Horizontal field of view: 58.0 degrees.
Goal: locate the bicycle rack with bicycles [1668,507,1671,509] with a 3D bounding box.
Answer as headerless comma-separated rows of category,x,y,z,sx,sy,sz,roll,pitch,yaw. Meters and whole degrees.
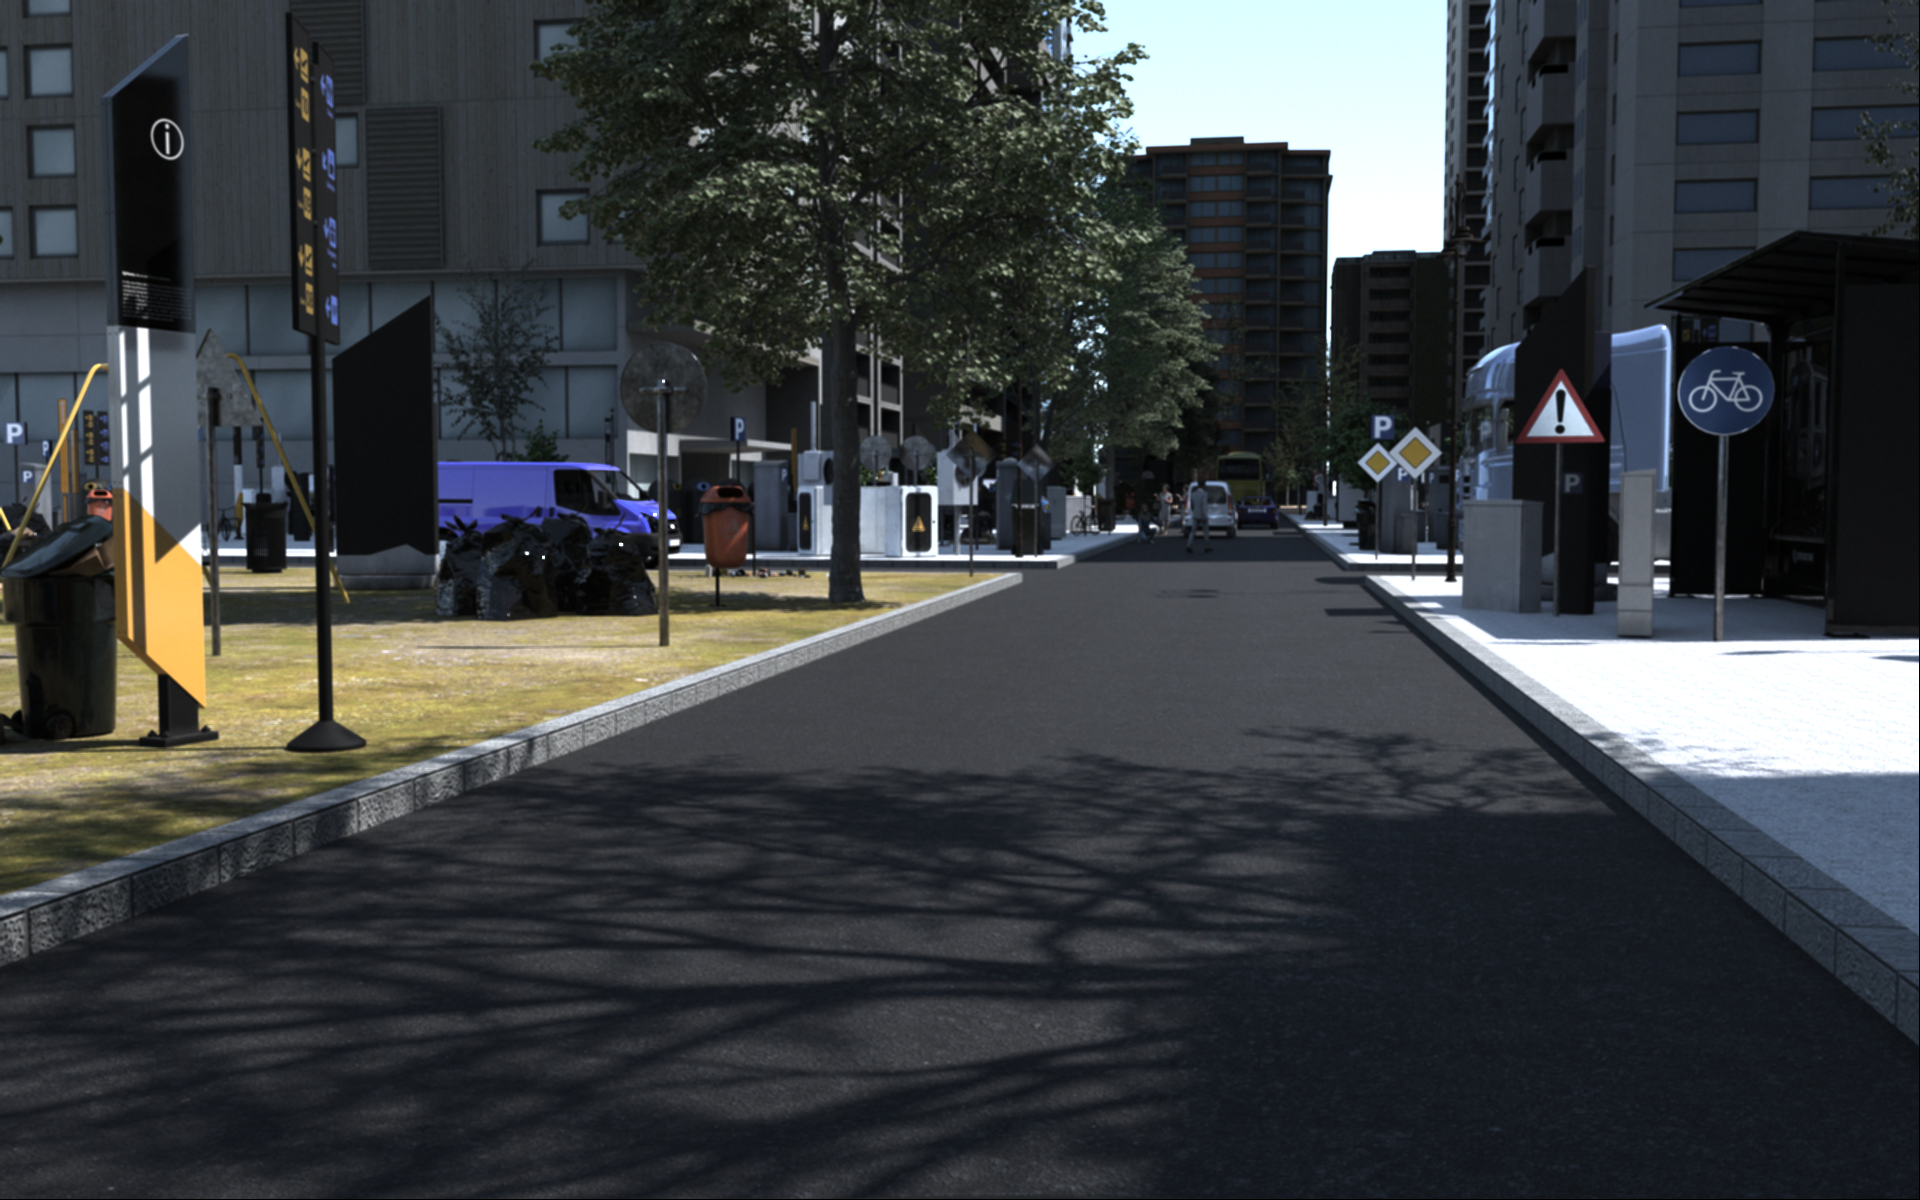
bicycle rack with bicycles,18.628,-2.050,46.906,2.925,0.926,2.852,2,4,35

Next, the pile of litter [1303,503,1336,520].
pile of litter,17.648,-4.337,84.872,1.719,0.858,1.176,1,4,10

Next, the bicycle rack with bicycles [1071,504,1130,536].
bicycle rack with bicycles,3.287,-2.474,53.828,2.852,0.926,2.925,2,4,31

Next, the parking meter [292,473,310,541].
parking meter,-18.007,-2.545,47.318,0.399,1.863,0.255,1,4,19

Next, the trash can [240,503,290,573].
trash can,-11.305,-1.013,28.215,0.748,1.137,0.748,0,3,0

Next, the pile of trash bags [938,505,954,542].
pile of trash bags,-1.007,-2.330,47.841,1.912,1.369,3.447,0,4,-8

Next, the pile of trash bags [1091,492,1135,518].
pile of trash bags,7.752,-5.023,91.877,3.447,1.369,1.912,2,4,28

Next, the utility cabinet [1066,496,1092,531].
utility cabinet,4.094,-3.033,60.753,1.020,1.237,0.306,-1,4,-19

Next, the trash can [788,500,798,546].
trash can,-3.767,-1.801,41.102,0.748,1.137,0.748,0,3,0

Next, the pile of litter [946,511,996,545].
pile of litter,0.473,-1.851,44.226,1.719,0.858,1.176,3,4,37

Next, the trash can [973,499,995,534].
trash can,0.577,-2.162,46.994,0.748,1.137,0.748,0,3,0

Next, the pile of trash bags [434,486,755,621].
pile of trash bags,-3.880,-0.558,18.870,3.447,1.369,1.912,-2,4,-29

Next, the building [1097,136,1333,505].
building,31.117,-34.290,215.272,28.867,44.769,22.147,1,4,10

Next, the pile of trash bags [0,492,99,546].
pile of trash bags,-21.226,-1.827,39.631,3.447,1.369,1.912,-3,4,-37

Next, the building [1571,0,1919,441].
building,42.803,-33.428,88.551,21.231,58.520,28.212,1,4,10

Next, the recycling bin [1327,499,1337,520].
recycling bin,18.772,-4.551,86.959,0.722,1.027,0.722,2,4,28

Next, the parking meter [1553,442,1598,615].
parking meter,6.568,-0.783,18.521,0.399,1.863,0.255,3,5,40

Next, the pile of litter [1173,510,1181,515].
pile of litter,13.304,-5.790,108.637,1.176,0.858,1.719,1,4,20

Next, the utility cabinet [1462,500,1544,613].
utility cabinet,5.977,-0.485,19.099,0.306,1.237,1.020,-1,4,-21

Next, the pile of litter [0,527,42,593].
pile of litter,-12.442,-0.533,22.678,1.719,0.858,1.176,1,4,11

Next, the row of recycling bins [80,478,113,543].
row of recycling bins,-21.416,-2.310,44.889,3.534,1.692,1.069,2,4,26

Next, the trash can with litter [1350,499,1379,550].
trash can with litter,9.541,-1.738,39.811,1.055,1.170,0.624,-2,4,-33

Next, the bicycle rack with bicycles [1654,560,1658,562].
bicycle rack with bicycles,12.142,-1.228,33.461,2.925,0.926,2.852,2,4,30

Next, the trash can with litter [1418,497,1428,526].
trash can with litter,18.218,-3.487,68.398,0.624,1.170,1.055,-2,4,-28

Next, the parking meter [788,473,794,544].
parking meter,-4.365,-2.290,43.154,0.399,1.863,0.255,-3,4,-37

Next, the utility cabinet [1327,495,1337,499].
utility cabinet,21.286,-5.340,98.462,1.020,1.237,0.306,2,4,30

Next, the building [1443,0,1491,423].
building,69.405,-47.033,207.246,20.611,71.187,20.563,1,4,10

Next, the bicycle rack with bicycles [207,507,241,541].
bicycle rack with bicycles,-21.042,-2.085,47.476,2.852,0.926,2.925,-1,4,-11

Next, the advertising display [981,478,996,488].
advertising display,1.307,-3.949,69.775,0.974,1.923,0.123,-2,4,-25

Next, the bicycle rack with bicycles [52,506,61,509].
bicycle rack with bicycles,-52.989,-5.197,98.350,2.925,0.926,2.852,-1,4,-17

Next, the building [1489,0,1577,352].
building,51.816,-32.325,117.755,28.713,52.752,27.495,1,4,10

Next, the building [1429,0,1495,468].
building,53.594,-51.059,147.488,22.319,86.520,31.000,1,4,10

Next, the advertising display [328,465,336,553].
advertising display,-13.990,-2.023,38.295,0.123,1.923,0.974,-2,4,-33

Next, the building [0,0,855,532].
building,-19.791,-29.368,69.401,28.713,52.752,27.495,1,4,10

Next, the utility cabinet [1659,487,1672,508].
utility cabinet,22.686,-2.872,55.643,0.318,1.500,1.173,-1,4,-21

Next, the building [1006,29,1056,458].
building,1.321,-31.546,165.883,14.200,45.320,14.600,1,4,10

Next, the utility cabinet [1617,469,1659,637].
utility cabinet,6.205,-0.442,15.902,0.318,1.500,1.173,1,4,22

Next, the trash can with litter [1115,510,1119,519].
trash can with litter,7.124,-4.409,83.482,0.624,1.170,1.055,1,4,23

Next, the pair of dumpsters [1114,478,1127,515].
pair of dumpsters,9.941,-6.241,104.534,1.574,2.255,4.437,1,4,10

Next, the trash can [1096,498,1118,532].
trash can,5.042,-2.927,59.502,0.748,1.137,0.748,0,3,0

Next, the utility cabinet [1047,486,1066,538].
utility cabinet,2.588,-2.543,50.260,1.173,1.500,0.318,-3,5,-44

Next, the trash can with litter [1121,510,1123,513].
trash can with litter,10.001,-5.968,108.964,0.624,1.170,1.055,1,4,17

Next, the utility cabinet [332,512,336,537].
utility cabinet,-18.500,-2.642,51.882,0.318,1.500,1.173,2,4,24

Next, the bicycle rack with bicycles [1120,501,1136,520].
bicycle rack with bicycles,7.379,-4.424,85.716,2.925,0.926,2.852,1,4,23

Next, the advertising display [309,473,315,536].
advertising display,-19.423,-2.917,52.899,0.974,1.923,0.123,0,4,1

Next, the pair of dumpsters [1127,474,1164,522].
pair of dumpsters,8.836,-4.771,80.506,1.574,2.255,4.437,1,4,10

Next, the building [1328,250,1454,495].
building,51.711,-26.685,207.998,14.107,30.474,14.160,1,4,10

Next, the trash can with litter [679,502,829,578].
trash can with litter,-3.099,-0.969,26.894,2.233,1.210,1.678,1,4,13

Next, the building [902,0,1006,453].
building,-8.751,-30.563,123.408,21.300,48.544,21.600,1,4,10

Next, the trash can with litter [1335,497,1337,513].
trash can with litter,18.385,-4.344,82.413,1.055,1.170,0.624,2,4,33

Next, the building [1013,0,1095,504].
building,1.297,-55.407,218.574,31.000,86.520,22.319,1,4,10

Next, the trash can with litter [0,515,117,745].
trash can with litter,-4.860,0.146,9.002,0.624,1.170,1.055,3,4,36

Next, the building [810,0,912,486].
building,-16.371,-44.442,164.885,20.611,71.187,20.563,1,4,10
